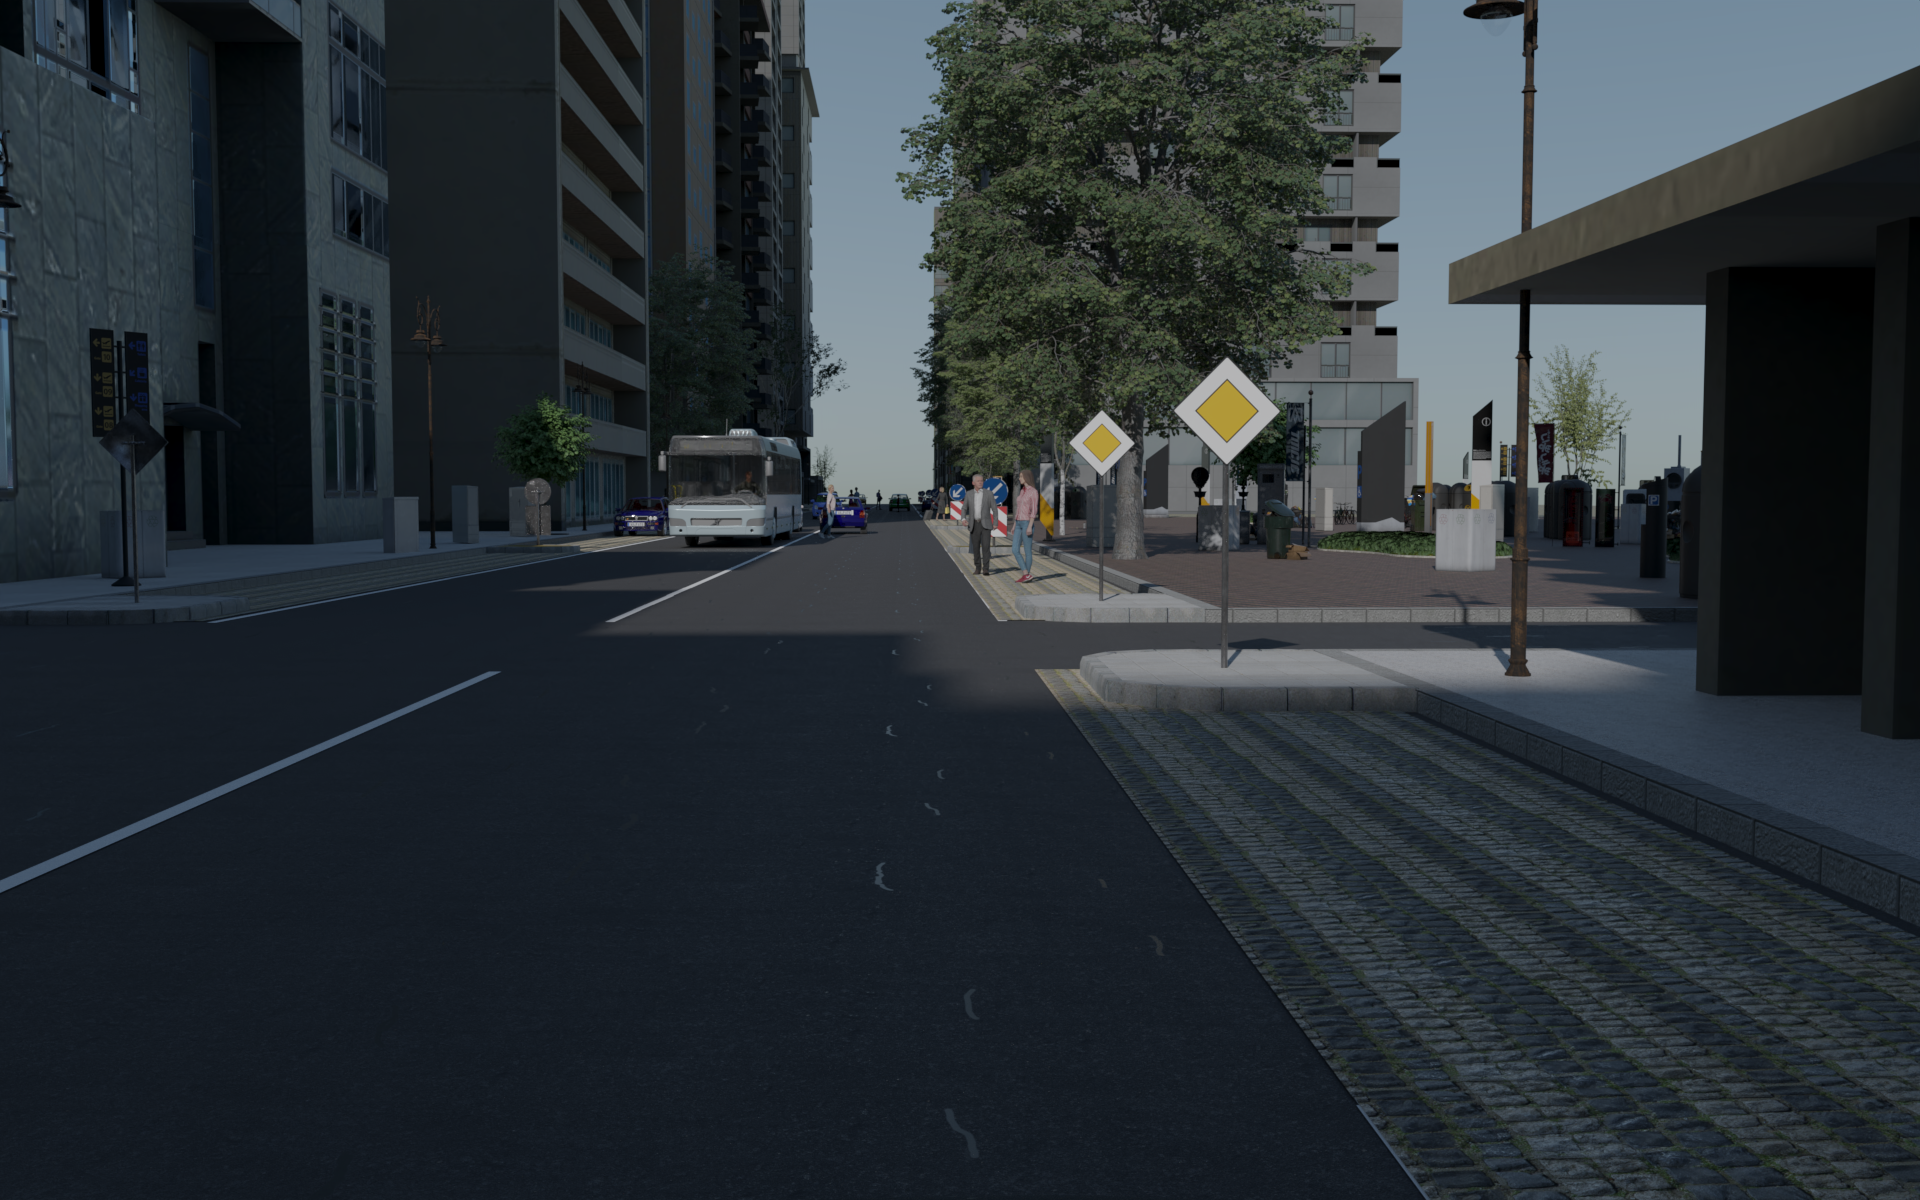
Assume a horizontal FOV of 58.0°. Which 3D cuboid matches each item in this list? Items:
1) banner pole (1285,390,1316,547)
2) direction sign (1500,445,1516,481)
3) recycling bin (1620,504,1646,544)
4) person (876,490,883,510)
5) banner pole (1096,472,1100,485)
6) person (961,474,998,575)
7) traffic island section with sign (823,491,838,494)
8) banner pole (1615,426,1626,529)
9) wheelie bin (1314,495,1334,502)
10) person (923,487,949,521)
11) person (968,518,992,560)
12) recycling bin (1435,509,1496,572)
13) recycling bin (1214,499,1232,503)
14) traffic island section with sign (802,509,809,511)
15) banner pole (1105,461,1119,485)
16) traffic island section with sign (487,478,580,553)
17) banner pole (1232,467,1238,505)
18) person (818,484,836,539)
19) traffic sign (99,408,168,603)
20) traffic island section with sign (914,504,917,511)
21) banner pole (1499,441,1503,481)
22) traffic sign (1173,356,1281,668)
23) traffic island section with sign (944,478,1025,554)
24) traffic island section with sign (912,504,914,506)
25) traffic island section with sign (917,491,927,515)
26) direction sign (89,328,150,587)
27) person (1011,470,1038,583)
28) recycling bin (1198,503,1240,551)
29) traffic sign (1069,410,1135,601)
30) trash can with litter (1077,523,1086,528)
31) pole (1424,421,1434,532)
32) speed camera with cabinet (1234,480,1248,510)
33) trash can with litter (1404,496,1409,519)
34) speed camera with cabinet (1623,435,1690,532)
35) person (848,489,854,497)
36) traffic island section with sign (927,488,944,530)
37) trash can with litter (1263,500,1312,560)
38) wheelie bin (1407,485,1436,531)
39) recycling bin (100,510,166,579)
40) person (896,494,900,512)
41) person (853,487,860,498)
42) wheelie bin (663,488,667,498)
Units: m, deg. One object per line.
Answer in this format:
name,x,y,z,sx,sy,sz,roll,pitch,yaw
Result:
banner pole,8.209,-3.160,41.688,0.863,3.779,0.401,-1,4,-13
direction sign,25.113,-5.337,79.259,0.876,3.537,0.379,0,4,-8
recycling bin,17.468,-1.952,44.462,0.722,1.027,0.722,-1,4,-20
person,-7.291,-9.101,157.169,0.599,1.838,0.709,3,5,43
banner pole,7.844,-6.449,95.452,0.863,3.779,0.401,-1,4,-22
person,0.345,-1.313,30.373,0.661,1.777,0.834,0,4,0
traffic island section with sign,-15.637,-11.874,202.774,1.989,1.847,2.006,0,4,-2
banner pole,24.404,-4.518,63.886,0.401,3.779,0.863,3,5,40
wheelie bin,18.960,-5.035,90.224,0.980,1.594,0.693,1,4,10
person,-1.220,-5.097,92.046,0.699,1.804,1.509,-3,5,-42
person,0.417,-1.754,37.595,0.576,1.772,0.534,1,4,19
recycling bin,8.444,-1.001,28.916,0.722,1.027,0.722,-3,4,-37
recycling bin,13.639,-4.731,89.907,0.722,1.027,0.722,2,4,33
traffic island section with sign,-13.845,-8.485,147.363,1.989,1.847,2.006,0,4,-2
banner pole,7.489,-5.730,83.704,0.401,3.779,0.863,-2,4,-29
traffic island section with sign,-10.441,-2.080,42.635,1.989,1.847,2.006,0,4,-2
banner pole,9.491,-4.225,59.102,0.401,3.779,0.863,-3,4,-37
person,-4.265,-2.844,55.679,0.598,1.740,0.731,-1,4,-18
traffic sign,-9.700,-1.022,20.353,0.795,2.450,0.064,0,4,-2
traffic island section with sign,-2.723,-8.507,147.712,1.989,1.847,2.006,0,4,-2
banner pole,25.589,-5.619,81.894,0.401,3.779,0.863,2,4,28
traffic sign,1.947,-0.555,12.718,0.795,2.450,0.064,0,4,-2
traffic island section with sign,0.690,-2.061,42.318,1.989,1.847,2.006,0,4,-2
traffic island section with sign,-4.503,-11.903,203.246,1.989,1.847,2.006,0,4,-2
traffic island section with sign,-1.844,-6.859,120.771,1.989,1.847,2.006,0,4,-2
direction sign,-11.639,-1.962,24.072,0.379,3.537,0.876,2,4,28
person,1.018,-1.177,27.753,0.388,1.821,0.555,-3,5,-42
recycling bin,5.900,-1.646,39.467,0.722,1.027,0.722,3,4,36
traffic sign,1.689,-1.043,20.699,0.795,2.450,0.064,0,4,-2
trash can with litter,5.199,-3.248,64.166,1.678,1.210,2.233,-2,4,-26
pole,13.159,-3.348,48.588,0.158,3.312,0.155,0,3,0
speed camera with cabinet,13.775,-5.546,85.017,0.660,3.252,2.038,0,4,7
trash can with litter,22.016,-4.639,86.899,1.678,1.210,2.233,-3,5,-42
speed camera with cabinet,23.437,-3.914,58.327,2.038,3.252,0.660,3,5,43
person,-7.089,-6.281,111.877,0.721,1.739,1.217,3,5,40
traffic island section with sign,-0.222,-3.775,70.350,1.989,1.847,2.006,0,4,-2
trash can with litter,6.489,-1.392,34.139,0.624,1.170,1.055,-3,4,-37
wheelie bin,16.013,-3.185,59.982,0.980,1.594,0.693,0,4,-2
recycling bin,-12.704,-0.859,26.601,0.722,1.027,0.722,3,5,43
person,-4.901,-7.640,136.674,0.557,1.426,1.065,0,4,-7
person,-5.675,-5.325,95.580,0.581,1.822,0.654,-3,5,-44
wheelie bin,-15.657,-5.255,93.826,0.980,1.594,0.693,0,4,-5
